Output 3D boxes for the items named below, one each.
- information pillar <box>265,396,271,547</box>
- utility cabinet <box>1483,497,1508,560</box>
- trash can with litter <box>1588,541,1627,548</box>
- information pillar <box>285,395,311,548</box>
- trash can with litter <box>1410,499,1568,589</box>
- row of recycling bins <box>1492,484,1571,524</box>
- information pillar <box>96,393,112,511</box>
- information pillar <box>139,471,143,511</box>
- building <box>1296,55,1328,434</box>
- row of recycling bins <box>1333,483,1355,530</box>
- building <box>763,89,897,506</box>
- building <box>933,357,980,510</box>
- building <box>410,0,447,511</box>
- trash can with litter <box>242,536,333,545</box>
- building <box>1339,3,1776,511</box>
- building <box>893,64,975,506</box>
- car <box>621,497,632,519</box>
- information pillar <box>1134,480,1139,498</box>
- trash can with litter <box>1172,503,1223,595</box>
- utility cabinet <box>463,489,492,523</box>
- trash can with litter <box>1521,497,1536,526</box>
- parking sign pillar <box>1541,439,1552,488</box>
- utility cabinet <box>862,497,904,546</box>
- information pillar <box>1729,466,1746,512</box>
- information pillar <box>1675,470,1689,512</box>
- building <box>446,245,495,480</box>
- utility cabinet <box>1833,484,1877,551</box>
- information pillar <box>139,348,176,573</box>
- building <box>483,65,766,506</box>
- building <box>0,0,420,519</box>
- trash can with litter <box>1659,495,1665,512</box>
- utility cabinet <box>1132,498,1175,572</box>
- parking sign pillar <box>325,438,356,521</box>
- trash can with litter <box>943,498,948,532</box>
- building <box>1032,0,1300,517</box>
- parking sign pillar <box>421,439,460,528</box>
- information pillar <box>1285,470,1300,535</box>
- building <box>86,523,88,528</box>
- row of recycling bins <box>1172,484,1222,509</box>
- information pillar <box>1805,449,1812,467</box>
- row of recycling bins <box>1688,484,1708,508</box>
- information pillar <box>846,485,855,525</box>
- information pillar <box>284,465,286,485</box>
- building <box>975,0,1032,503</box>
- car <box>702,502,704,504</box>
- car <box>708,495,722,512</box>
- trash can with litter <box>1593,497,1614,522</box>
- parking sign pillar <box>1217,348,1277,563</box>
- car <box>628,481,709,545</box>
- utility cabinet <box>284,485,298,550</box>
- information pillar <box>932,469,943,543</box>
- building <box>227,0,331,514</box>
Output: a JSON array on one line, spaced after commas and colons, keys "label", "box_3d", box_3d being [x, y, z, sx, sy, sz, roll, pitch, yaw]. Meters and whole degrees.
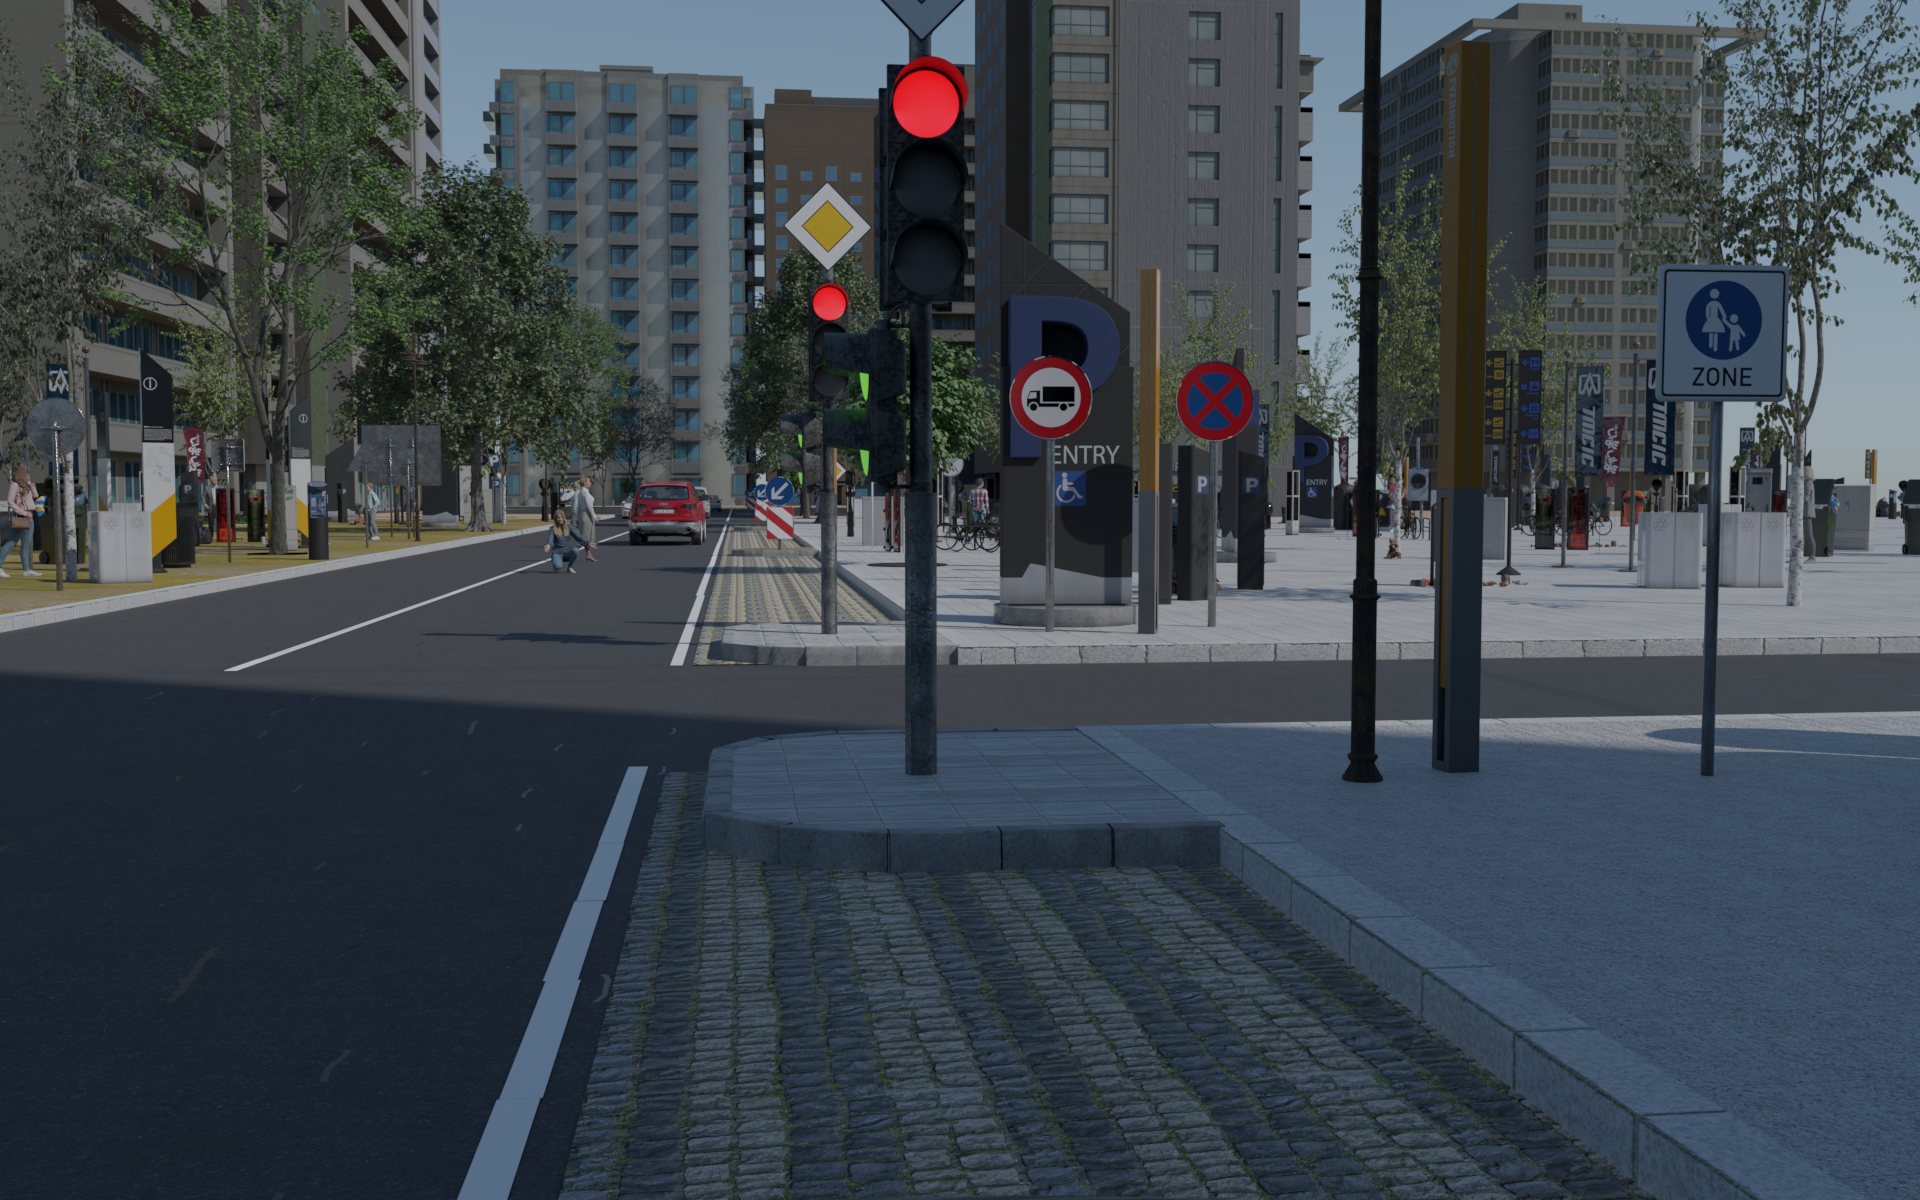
[{"label": "information pillar", "box_3d": [-16.714, -3.088, 41.839, 0.183, 3.616, 0.504, -1, 4, -22]}, {"label": "utility cabinet", "box_3d": [10.328, -1.404, 34.120, 0.306, 1.237, 1.020, -3, 5, -45]}, {"label": "trash can with litter", "box_3d": [15.302, -1.891, 41.979, 2.233, 1.210, 1.678, -1, 4, -11]}, {"label": "information pillar", "box_3d": [-15.598, -3.035, 40.979, 0.183, 3.616, 0.504, 3, 5, 44]}, {"label": "trash can with litter", "box_3d": [7.177, -0.803, 24.192, 2.233, 1.210, 1.678, -2, 4, -25]}, {"label": "row of recycling bins", "box_3d": [24.418, -4.082, 73.853, 3.534, 1.692, 1.069, 3, 4, 37]}, {"label": "information pillar", "box_3d": [-19.928, -2.996, 40.337, 0.504, 3.616, 0.183, 3, 5, 39]}, {"label": "information pillar", "box_3d": [-26.447, -3.167, 56.269, 0.304, 2.012, 0.304, -1, 4, -13]}, {"label": "building", "box_3d": [27.268, -37.796, 207.202, 27.495, 52.752, 28.713, 0, 4, -7]}, {"label": "row of recycling bins", "box_3d": [13.612, -3.424, 63.096, 1.069, 1.692, 3.534, -3, 4, -38]}, {"label": "building", "box_3d": [-14.850, -33.363, 195.588, 14.200, 45.320, 14.600, 0, 4, -7]}, {"label": "building", "box_3d": [10.417, -50.445, 137.453, 22.319, 86.520, 31.000, 0, 4, -7]}, {"label": "building", "box_3d": [-55.647, -36.303, 135.552, 28.212, 58.520, 21.231, 0, 4, -7]}, {"label": "trash can with litter", "box_3d": [-16.977, -2.015, 43.998, 2.233, 1.210, 1.678, 2, 4, 26]}, {"label": "building", "box_3d": [46.503, -27.609, 143.296, 23.993, 40.220, 32.217, 0, 4, -7]}, {"label": "building", "box_3d": [2.678, -35.232, 199.746, 21.600, 48.544, 21.300, 0, 4, -7]}, {"label": "car", "box_3d": [-18.564, -5.398, 100.624, 2.083, 1.381, 4.827, 0, 4, -6]}, {"label": "information pillar", "box_3d": [9.477, -5.395, 92.700, 0.304, 2.012, 0.304, 2, 4, 24]}, {"label": "trash can with litter", "box_3d": [2.967, -0.664, 22.241, 0.624, 1.170, 1.055, -2, 4, -33]}, {"label": "utility cabinet", "box_3d": [-21.029, -4.090, 75.548, 1.173, 1.500, 0.318, -1, 4, -10]}, {"label": "trash can with litter", "box_3d": [23.129, -3.577, 69.869, 0.624, 1.170, 1.055, -1, 4, -21]}, {"label": "parking sign pillar", "box_3d": [28.957, -5.941, 85.611, 1.447, 3.967, 1.447, 1, 4, 21]}, {"label": "utility cabinet", "box_3d": [-1.903, -1.943, 42.936, 1.020, 1.237, 0.306, 0, 4, 2]}, {"label": "information pillar", "box_3d": [20.521, -2.524, 45.752, 0.304, 2.012, 0.304, -3, 4, -39]}, {"label": "information pillar", "box_3d": [22.128, -2.974, 53.123, 0.304, 2.012, 0.304, -3, 5, -41]}, {"label": "building", "box_3d": [-58.973, -25.548, 189.416, 14.107, 30.474, 14.160, 0, 4, -7]}, {"label": "utility cabinet", "box_3d": [19.929, -1.854, 38.986, 0.318, 1.500, 1.173, -3, 4, -39]}, {"label": "information pillar", "box_3d": [-13.009, -2.245, 28.067, 0.504, 3.616, 0.183, -3, 4, -37]}, {"label": "building", "box_3d": [-37.487, -35.281, 196.452, 30.456, 49.044, 23.786, 0, 4, -7]}, {"label": "building", "box_3d": [-47.640, -29.743, 109.995, 21.300, 48.544, 21.600, 0, 4, -7]}, {"label": "trash can with litter", "box_3d": [37.662, -4.968, 92.287, 1.678, 1.210, 2.233, 3, 5, 45]}, {"label": "utility cabinet", "box_3d": [3.003, -1.059, 28.471, 1.020, 1.237, 0.306, 2, 4, 24]}, {"label": "parking sign pillar", "box_3d": [-29.762, -5.787, 83.082, 1.447, 3.967, 1.447, -2, 4, -30]}, {"label": "trash can with litter", "box_3d": [-0.901, -2.854, 58.053, 1.055, 1.170, 0.624, -3, 4, -38]}, {"label": "building", "box_3d": [11.106, -25.573, 101.713, 14.154, 41.232, 14.086, 0, 4, -7]}, {"label": "parking sign pillar", "box_3d": [-20.092, -4.796, 66.879, 1.447, 3.967, 1.447, 0, 4, -6]}, {"label": "information pillar", "box_3d": [10.347, -3.021, 53.883, 0.304, 2.012, 0.304, -2, 4, -34]}, {"label": "building", "box_3d": [-44.869, -27.449, 72.497, 21.300, 48.544, 21.600, 0, 4, -7]}, {"label": "row of recycling bins", "box_3d": [9.851, -3.847, 70.018, 1.069, 1.692, 3.534, -3, 5, -43]}, {"label": "information pillar", "box_3d": [44.571, -6.097, 91.044, 0.183, 3.616, 0.504, 0, 4, -3]}, {"label": "row of recycling bins", "box_3d": [29.917, -3.875, 70.467, 1.069, 1.692, 3.534, 0, 4, 2]}, {"label": "information pillar", "box_3d": [-4.339, -3.924, 68.643, 0.304, 2.012, 0.304, -1, 4, -10]}, {"label": "information pillar", "box_3d": [-25.707, -4.568, 66.040, 0.504, 3.616, 0.183, 0, 4, 5]}, {"label": "building", "box_3d": [8.784, -28.466, 115.523, 14.600, 45.320, 14.200, 0, 4, -7]}, {"label": "car", "box_3d": [-14.911, -4.962, 93.495, 2.083, 1.381, 4.827, 0, 4, -7]}, {"label": "car", "box_3d": [-20.501, -7.923, 141.910, 2.083, 1.381, 4.827, -1, 4, -9]}, {"label": "trash can with litter", "box_3d": [29.200, -4.113, 78.635, 1.055, 1.170, 0.624, -3, 5, -45]}, {"label": "parking sign pillar", "box_3d": [5.275, -2.705, 32.696, 1.447, 3.967, 1.447, 0, 4, -2]}, {"label": "car", "box_3d": [-8.438, -2.537, 50.156, 2.281, 1.827, 5.304, 0, 4, -7]}, {"label": "utility cabinet", "box_3d": [-15.343, -1.897, 39.701, 0.318, 1.500, 1.173, -1, 4, -21]}, {"label": "information pillar", "box_3d": [-0.653, -2.530, 45.862, 0.304, 2.012, 0.304, 1, 4, 23]}, {"label": "building", "box_3d": [-42.942, -19.662, 93.182, 14.160, 30.474, 14.107, 0, 4, -7]}]
